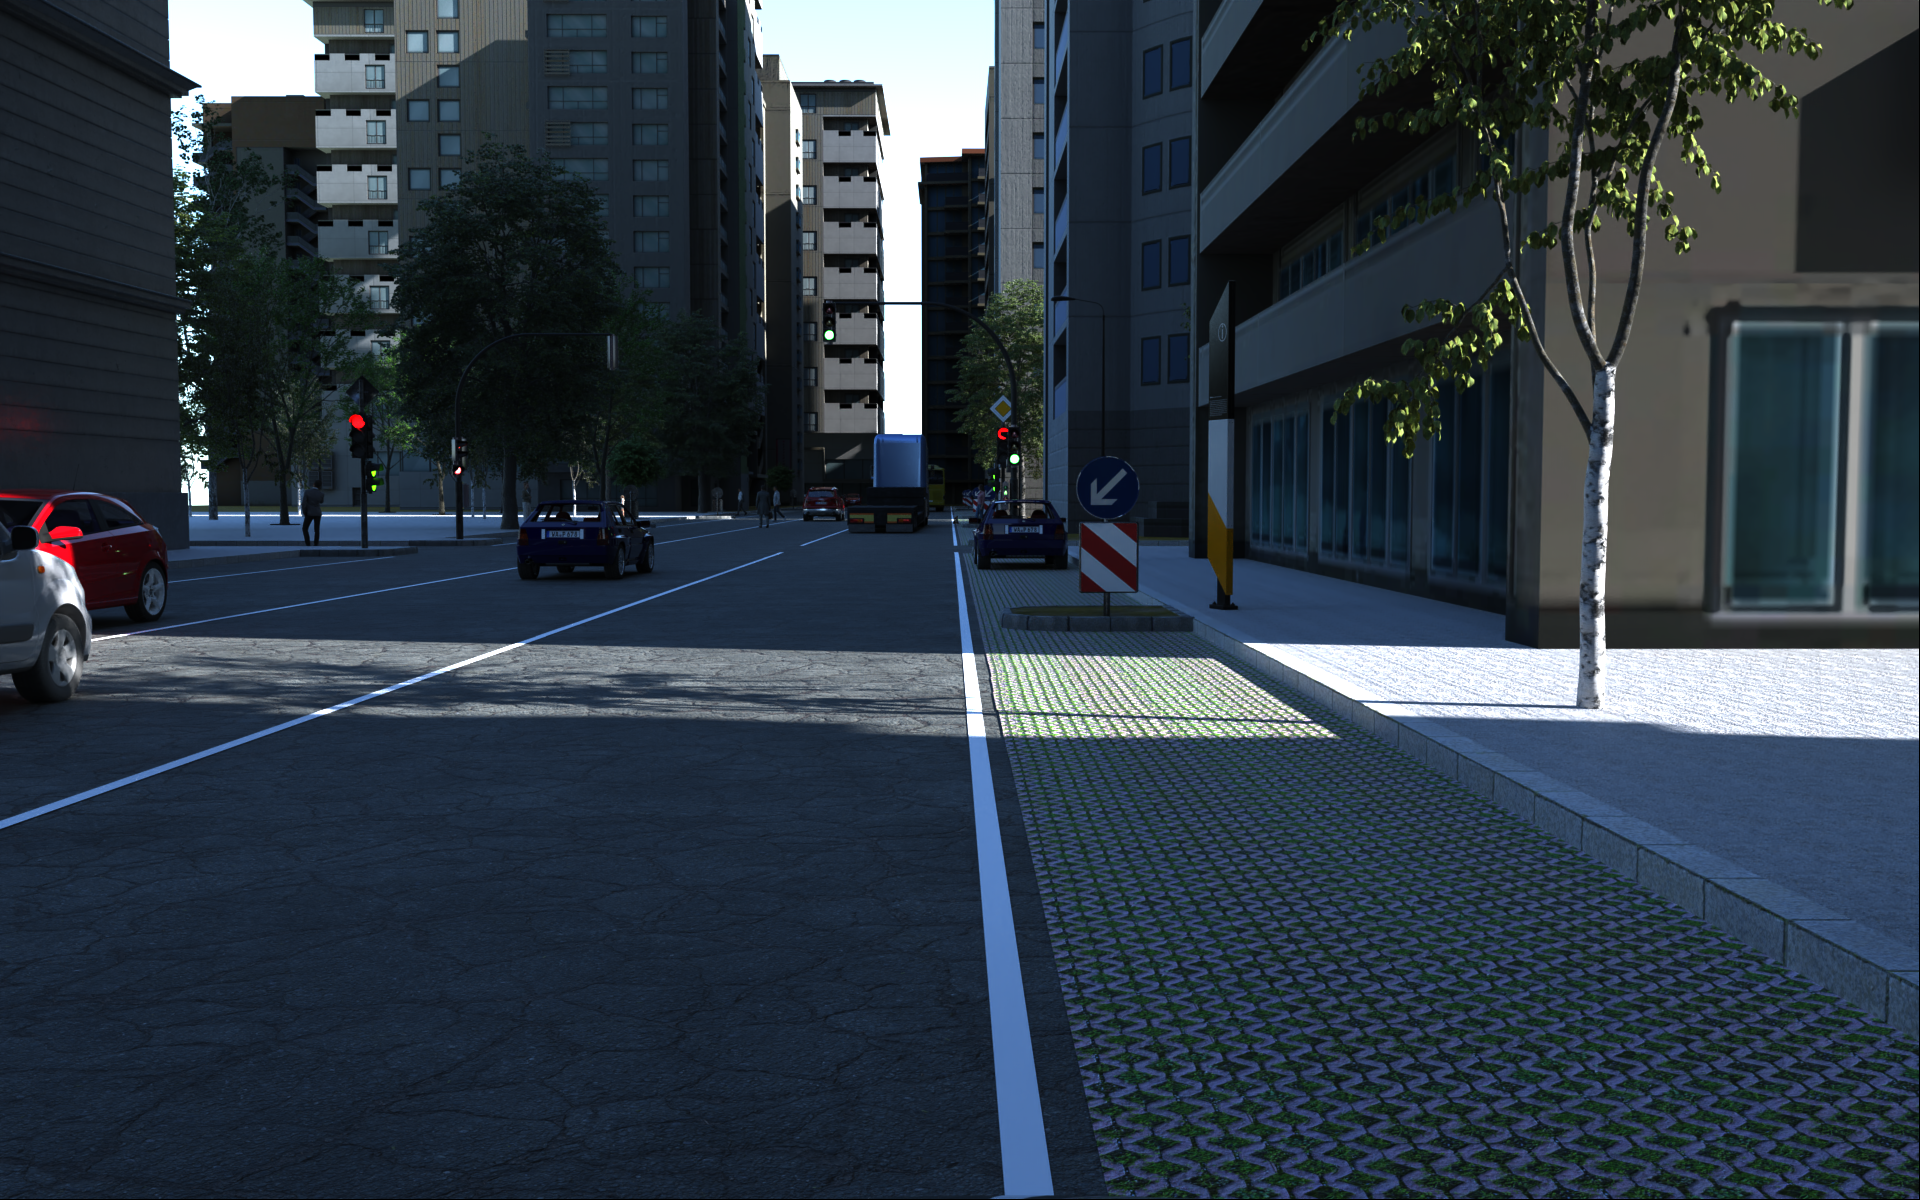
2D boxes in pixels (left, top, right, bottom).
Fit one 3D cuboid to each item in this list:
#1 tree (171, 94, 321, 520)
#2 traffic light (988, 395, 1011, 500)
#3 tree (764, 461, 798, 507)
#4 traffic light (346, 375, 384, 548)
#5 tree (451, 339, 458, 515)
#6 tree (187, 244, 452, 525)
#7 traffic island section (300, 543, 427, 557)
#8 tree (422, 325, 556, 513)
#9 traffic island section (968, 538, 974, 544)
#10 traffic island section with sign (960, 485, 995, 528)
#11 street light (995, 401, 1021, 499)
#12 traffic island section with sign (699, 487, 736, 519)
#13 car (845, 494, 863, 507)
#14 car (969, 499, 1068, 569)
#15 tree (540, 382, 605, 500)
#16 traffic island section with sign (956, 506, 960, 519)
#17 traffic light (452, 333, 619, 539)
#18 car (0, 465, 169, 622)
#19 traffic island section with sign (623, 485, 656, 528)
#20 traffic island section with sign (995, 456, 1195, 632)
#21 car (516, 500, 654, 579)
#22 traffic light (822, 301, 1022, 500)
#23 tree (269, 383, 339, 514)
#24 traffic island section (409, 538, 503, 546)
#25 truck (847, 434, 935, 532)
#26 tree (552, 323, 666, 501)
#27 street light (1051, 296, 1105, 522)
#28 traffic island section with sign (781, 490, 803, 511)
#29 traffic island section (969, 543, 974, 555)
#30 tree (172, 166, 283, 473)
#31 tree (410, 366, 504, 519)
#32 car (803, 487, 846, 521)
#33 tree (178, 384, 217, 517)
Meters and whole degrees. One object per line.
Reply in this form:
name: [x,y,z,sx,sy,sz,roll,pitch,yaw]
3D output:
tree: [-37.612,-13.986,84.566,12.611,20.169,13.585,0,3,0]
traffic light: [1.203,-3.679,49.076,0.839,4.253,0.868,0,4,0]
tree: [-17.876,-11.564,172.778,4.285,4.588,4.351,0,3,0]
traffic light: [-14.110,-3.184,40.983,0.839,4.253,0.868,0,4,0]
tree: [-31.480,-10.955,104.876,9.928,11.665,9.643,0,3,0]
tree: [-27.913,-8.913,71.479,9.928,11.665,9.643,0,3,0]
traffic island section: [-14.150,-1.152,41.117,2.009,0.180,2.903,0,4,0]
tree: [-30.439,-12.137,115.451,9.611,12.733,9.660,0,3,0]
traffic island section: [1.243,-1.646,49.190,2.009,0.180,2.903,0,4,0]
traffic island section with sign: [1.105,-3.985,73.788,1.989,1.847,2.006,0,4,0]
street light: [2.424,-6.953,86.224,1.470,5.913,1.316,0,4,0]
traffic island section with sign: [-14.189,-5.674,101.399,1.989,1.847,2.006,0,4,0]
car: [-11.892,-11.248,192.941,2.155,1.783,4.494,0,4,-2]
car: [1.155,-1.315,34.085,1.945,1.354,3.894,0,4,-1]
tree: [-21.681,-8.959,96.837,4.360,8.622,3.978,0,3,0]
traffic island section with sign: [0.933,-5.634,100.743,1.989,1.847,2.006,0,4,0]
traffic light: [-12.067,-4.547,49.015,4.771,5.953,1.251,0,4,0]
car: [-9.947,-0.548,18.008,2.155,1.783,4.494,0,4,0]
traffic island section with sign: [-14.024,-3.980,73.707,1.989,1.847,2.006,0,4,0]
traffic island section with sign: [1.434,-0.625,18.851,1.989,1.847,2.006,0,4,0]
car: [-6.510,-1.092,30.432,1.945,1.354,3.894,0,4,1]
traffic light: [-0.840,-4.053,40.937,4.771,5.953,1.251,0,4,0]
tree: [-42.214,-9.854,111.481,4.737,8.622,4.395,0,3,0]
traffic island section: [-14.198,-1.640,49.102,2.009,0.180,2.903,0,4,0]
truck: [-2.773,-5.044,72.224,2.967,4.110,18.799,0,4,1]
tree: [-21.526,-11.461,105.517,7.486,12.596,7.792,0,3,0]
street light: [2.828,-4.171,40.738,1.470,5.913,1.316,0,4,0]
traffic island section with sign: [-14.482,-8.699,150.861,1.989,1.847,2.006,0,4,0]
traffic island section: [1.291,-1.157,41.205,2.009,0.180,2.903,0,4,0]
tree: [-27.865,-8.684,60.104,7.486,12.596,7.792,0,3,0]
tree: [-24.104,-8.106,82.894,4.360,8.622,3.978,0,3,0]
car: [-7.281,-5.149,92.852,2.281,1.827,5.304,0,4,-1]
tree: [-43.919,-9.053,98.371,4.737,8.622,4.395,0,3,0]
